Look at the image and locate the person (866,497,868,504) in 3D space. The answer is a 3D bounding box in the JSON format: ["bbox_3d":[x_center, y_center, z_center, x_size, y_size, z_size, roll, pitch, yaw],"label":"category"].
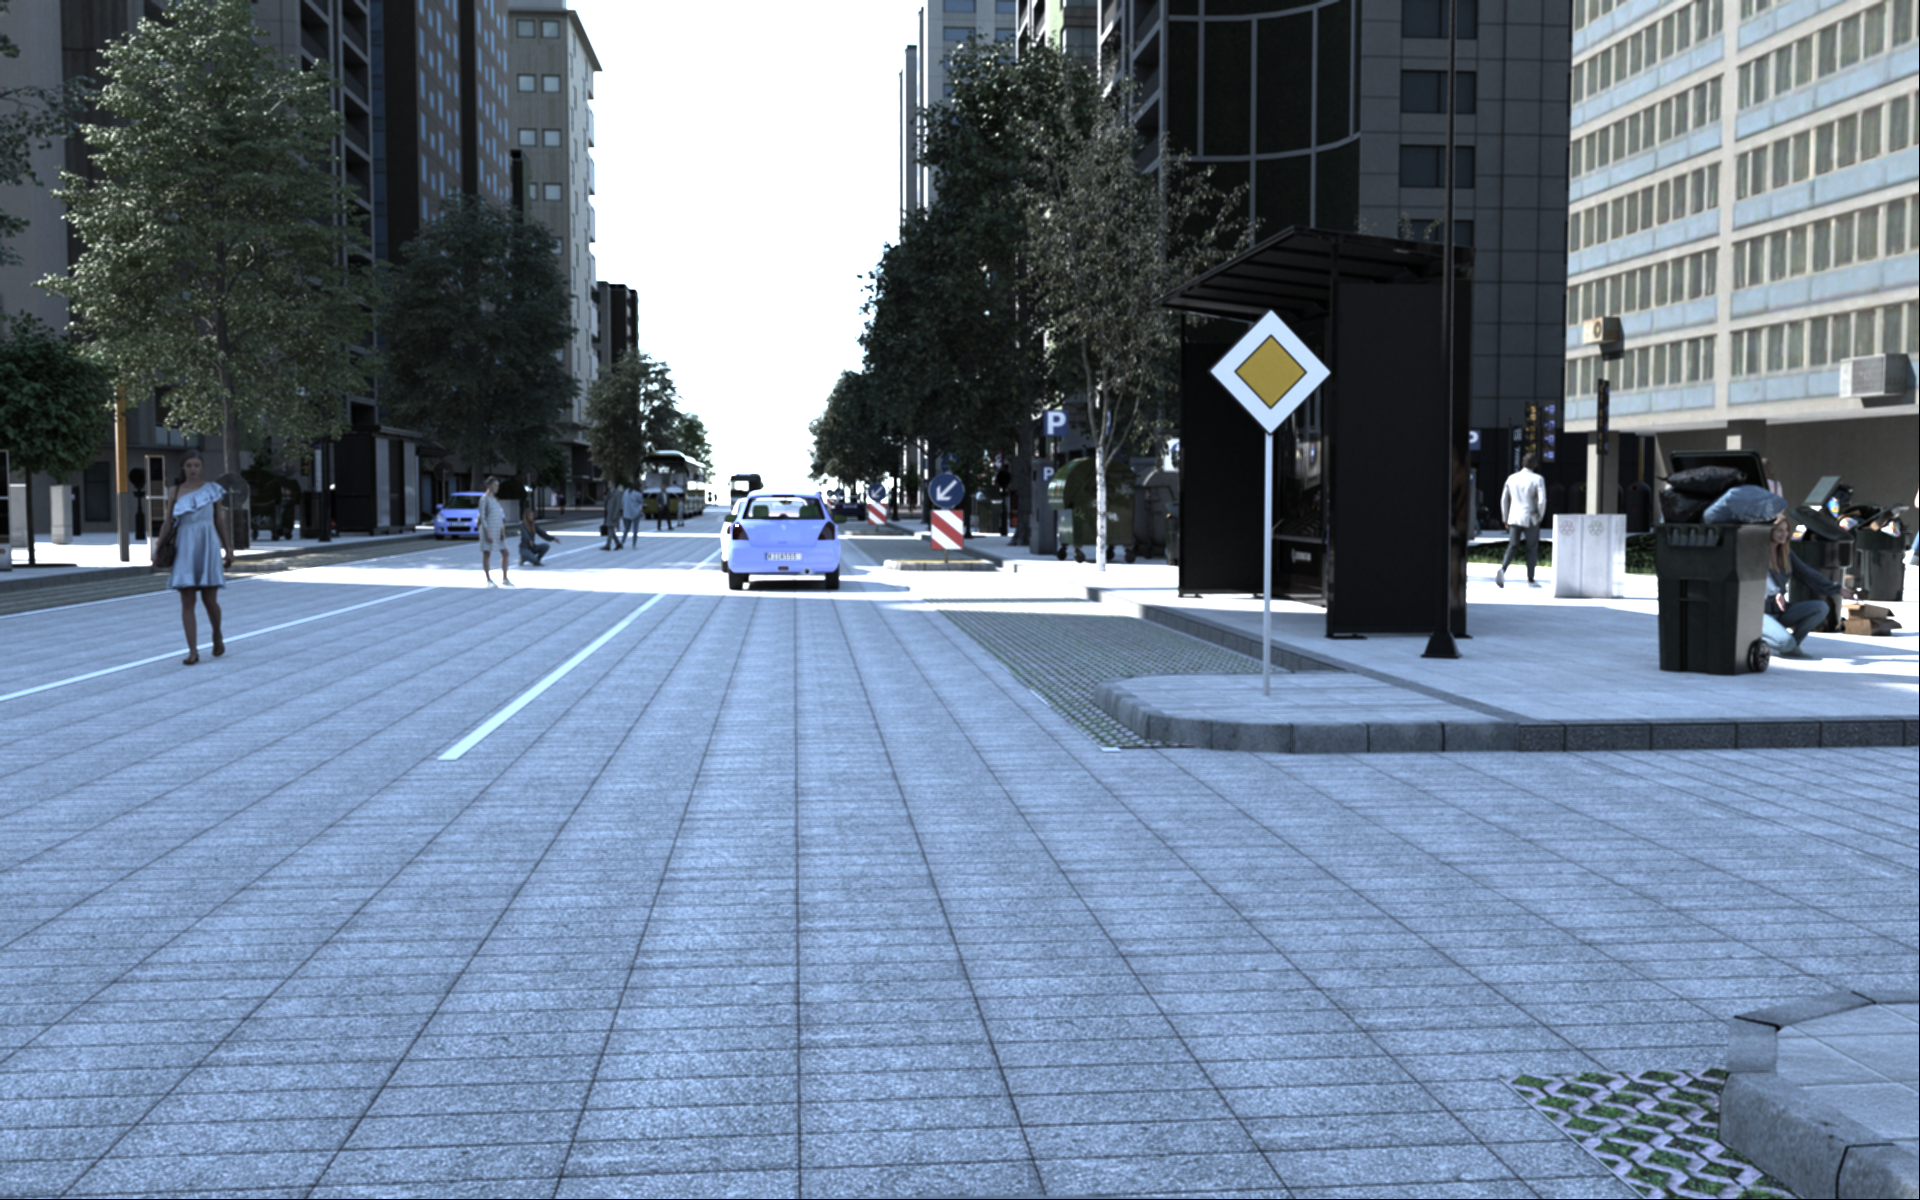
[{"bbox_3d":[-11.395,-12.307,207.821,0.434,1.755,0.990,-2,4,-33],"label":"person"}]

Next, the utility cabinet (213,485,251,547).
[{"bbox_3d":[-17.168,-1.961,40.737,0.318,1.500,1.173,1,4,9],"label":"utility cabinet"}]

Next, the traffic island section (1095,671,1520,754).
[{"bbox_3d":[1.992,0.689,11.012,2.009,0.180,2.903,0,4,-5],"label":"traffic island section"}]

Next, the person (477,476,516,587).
[{"bbox_3d":[-7.194,-1.048,26.636,0.522,1.701,0.512,1,4,22],"label":"person"}]

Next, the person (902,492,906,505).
[{"bbox_3d":[-6.752,-12.247,207.195,0.530,1.710,0.541,-1,4,-9],"label":"person"}]

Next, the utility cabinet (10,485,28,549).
[{"bbox_3d":[-22.134,-1.911,39.918,1.173,1.500,0.318,-1,4,-17],"label":"utility cabinet"}]

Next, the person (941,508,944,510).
[{"bbox_3d":[-1.138,-6.778,117.537,0.551,1.740,0.621,-3,5,-43],"label":"person"}]

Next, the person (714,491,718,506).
[{"bbox_3d":[-28.420,-11.791,201.805,0.617,1.759,0.750,-2,4,-29],"label":"person"}]

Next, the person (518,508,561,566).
[{"bbox_3d":[-8.430,-1.259,34.586,0.738,1.151,1.012,2,4,34],"label":"person"}]

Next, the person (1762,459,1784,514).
[{"bbox_3d":[10.708,-1.000,22.983,0.593,1.750,0.643,2,4,25],"label":"person"}]

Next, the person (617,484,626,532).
[{"bbox_3d":[-13.044,-3.532,66.428,0.537,1.800,0.526,0,4,8],"label":"person"}]

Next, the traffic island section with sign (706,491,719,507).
[{"bbox_3d":[-31.450,-12.827,218.345,1.989,1.847,2.006,0,4,-5],"label":"traffic island section with sign"}]

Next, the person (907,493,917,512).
[{"bbox_3d":[-3.485,-7.231,125.099,0.721,1.723,1.217,2,4,35],"label":"person"}]

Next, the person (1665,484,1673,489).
[{"bbox_3d":[10.171,-1.086,24.192,0.661,1.777,0.834,-2,4,-35],"label":"person"}]

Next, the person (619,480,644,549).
[{"bbox_3d":[-8.622,-2.241,45.405,0.793,1.790,0.793,-1,4,-16],"label":"person"}]

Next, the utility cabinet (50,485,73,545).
[{"bbox_3d":[-22.775,-2.153,43.888,0.318,1.500,1.173,-1,4,-18],"label":"utility cabinet"}]

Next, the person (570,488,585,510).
[{"bbox_3d":[-30.316,-7.975,137.223,1.217,1.735,0.721,1,4,9],"label":"person"}]

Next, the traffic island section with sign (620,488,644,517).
[{"bbox_3d":[-21.011,-6.153,109.236,1.989,1.847,2.006,0,4,-5],"label":"traffic island section with sign"}]

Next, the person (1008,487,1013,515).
[{"bbox_3d":[3.104,-6.092,106.309,0.551,1.740,0.621,2,4,25],"label":"person"}]

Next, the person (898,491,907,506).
[{"bbox_3d":[-6.238,-10.710,181.175,1.348,1.821,0.705,0,4,-1],"label":"person"}]

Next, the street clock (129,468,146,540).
[{"bbox_3d":[-22.941,-2.683,48.432,0.471,2.002,0.358,1,4,11],"label":"street clock"}]

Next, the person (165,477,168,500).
[{"bbox_3d":[-21.403,-2.465,46.569,0.641,1.798,0.478,-2,4,-28],"label":"person"}]

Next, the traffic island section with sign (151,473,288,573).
[{"bbox_3d":[-13.639,-1.437,32.116,1.989,1.847,2.006,0,4,-5],"label":"traffic island section with sign"}]

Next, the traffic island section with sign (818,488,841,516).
[{"bbox_3d":[-7.812,-6.201,110.014,1.989,1.847,2.006,0,4,-5],"label":"traffic island section with sign"}]

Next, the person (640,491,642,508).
[{"bbox_3d":[-30.114,-9.427,163.300,0.621,1.740,0.551,-1,4,-18],"label":"person"}]

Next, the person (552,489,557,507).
[{"bbox_3d":[-39.338,-9.868,168.059,0.621,1.740,0.551,0,4,-5],"label":"person"}]

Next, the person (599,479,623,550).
[{"bbox_3d":[-8.899,-2.172,44.116,0.767,1.812,0.694,-3,5,-39],"label":"person"}]

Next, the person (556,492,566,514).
[{"bbox_3d":[-25.498,-6.199,110.631,0.697,1.427,0.421,2,4,33],"label":"person"}]

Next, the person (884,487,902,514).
[{"bbox_3d":[-4.269,-6.313,110.045,1.217,1.735,0.721,2,4,25],"label":"person"}]

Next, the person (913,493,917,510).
[{"bbox_3d":[-3.642,-8.195,139.668,0.705,1.869,1.348,0,4,-5],"label":"person"}]

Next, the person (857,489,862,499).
[{"bbox_3d":[-9.959,-10.022,170.352,0.568,1.767,0.683,-1,4,-18],"label":"person"}]

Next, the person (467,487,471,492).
[{"bbox_3d":[-29.496,-5.974,104.426,0.721,1.736,1.217,1,4,9],"label":"person"}]

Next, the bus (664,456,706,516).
[{"bbox_3d":[-18.554,-7.586,115.578,2.896,3.916,12.252,0,4,-5],"label":"bus"}]

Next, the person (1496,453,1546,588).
[{"bbox_3d":[7.681,-1.087,23.662,0.795,1.843,0.661,-3,5,-42],"label":"person"}]

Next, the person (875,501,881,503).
[{"bbox_3d":[-4.601,-5.683,98.832,0.709,1.838,0.599,3,4,37],"label":"person"}]

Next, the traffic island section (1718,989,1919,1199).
[{"bbox_3d":[2.753,1.175,3.063,2.009,0.180,2.903,0,4,-5],"label":"traffic island section"}]

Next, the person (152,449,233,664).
[{"bbox_3d":[-6.558,-0.380,14.813,0.616,1.811,0.778,-1,4,-9],"label":"person"}]

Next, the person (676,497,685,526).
[{"bbox_3d":[-12.401,-3.915,76.788,0.394,1.301,0.425,1,4,17],"label":"person"}]

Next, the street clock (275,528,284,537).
[{"bbox_3d":[-20.533,-2.912,52.175,0.358,2.002,0.471,3,5,44],"label":"street clock"}]

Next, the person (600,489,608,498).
[{"bbox_3d":[-38.719,-11.243,189.824,1.348,1.831,0.705,-1,4,-12],"label":"person"}]

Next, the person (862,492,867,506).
[{"bbox_3d":[-10.367,-11.081,187.086,0.709,1.838,0.599,1,4,11],"label":"person"}]

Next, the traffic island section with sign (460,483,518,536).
[{"bbox_3d":[-16.250,-3.103,59.365,1.989,1.847,2.006,0,4,-5],"label":"traffic island section with sign"}]

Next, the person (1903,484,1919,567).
[{"bbox_3d":[6.524,-0.325,11.336,0.580,1.828,0.573,-3,5,-39],"label":"person"}]

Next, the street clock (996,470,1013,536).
[{"bbox_3d":[1.358,-2.974,53.203,0.471,2.002,0.358,1,4,18],"label":"street clock"}]

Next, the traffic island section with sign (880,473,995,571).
[{"bbox_3d":[-0.427,-1.483,32.869,1.989,1.847,2.006,0,4,-5],"label":"traffic island section with sign"}]

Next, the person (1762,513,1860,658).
[{"bbox_3d":[6.559,-0.124,13.577,1.012,1.151,0.738,-1,4,-19],"label":"person"}]

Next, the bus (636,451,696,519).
[{"bbox_3d":[-17.069,-6.742,101.776,2.896,3.916,12.252,0,4,-6],"label":"bus"}]

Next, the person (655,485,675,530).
[{"bbox_3d":[-11.672,-3.644,68.478,0.834,1.777,0.661,3,5,39],"label":"person"}]

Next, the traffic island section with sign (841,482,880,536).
[{"bbox_3d":[-3.001,-3.126,59.743,1.989,1.847,2.006,0,4,-5],"label":"traffic island section with sign"}]

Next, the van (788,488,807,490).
[{"bbox_3d":[-10.527,-6.444,112.378,2.013,2.044,4.112,0,4,-5],"label":"van"}]

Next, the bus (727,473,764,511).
[{"bbox_3d":[-17.739,-9.131,144.145,2.948,3.499,13.247,0,4,-6],"label":"bus"}]

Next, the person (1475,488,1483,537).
[{"bbox_3d":[15.345,-2.813,52.024,0.713,1.824,0.794,2,4,26],"label":"person"}]
